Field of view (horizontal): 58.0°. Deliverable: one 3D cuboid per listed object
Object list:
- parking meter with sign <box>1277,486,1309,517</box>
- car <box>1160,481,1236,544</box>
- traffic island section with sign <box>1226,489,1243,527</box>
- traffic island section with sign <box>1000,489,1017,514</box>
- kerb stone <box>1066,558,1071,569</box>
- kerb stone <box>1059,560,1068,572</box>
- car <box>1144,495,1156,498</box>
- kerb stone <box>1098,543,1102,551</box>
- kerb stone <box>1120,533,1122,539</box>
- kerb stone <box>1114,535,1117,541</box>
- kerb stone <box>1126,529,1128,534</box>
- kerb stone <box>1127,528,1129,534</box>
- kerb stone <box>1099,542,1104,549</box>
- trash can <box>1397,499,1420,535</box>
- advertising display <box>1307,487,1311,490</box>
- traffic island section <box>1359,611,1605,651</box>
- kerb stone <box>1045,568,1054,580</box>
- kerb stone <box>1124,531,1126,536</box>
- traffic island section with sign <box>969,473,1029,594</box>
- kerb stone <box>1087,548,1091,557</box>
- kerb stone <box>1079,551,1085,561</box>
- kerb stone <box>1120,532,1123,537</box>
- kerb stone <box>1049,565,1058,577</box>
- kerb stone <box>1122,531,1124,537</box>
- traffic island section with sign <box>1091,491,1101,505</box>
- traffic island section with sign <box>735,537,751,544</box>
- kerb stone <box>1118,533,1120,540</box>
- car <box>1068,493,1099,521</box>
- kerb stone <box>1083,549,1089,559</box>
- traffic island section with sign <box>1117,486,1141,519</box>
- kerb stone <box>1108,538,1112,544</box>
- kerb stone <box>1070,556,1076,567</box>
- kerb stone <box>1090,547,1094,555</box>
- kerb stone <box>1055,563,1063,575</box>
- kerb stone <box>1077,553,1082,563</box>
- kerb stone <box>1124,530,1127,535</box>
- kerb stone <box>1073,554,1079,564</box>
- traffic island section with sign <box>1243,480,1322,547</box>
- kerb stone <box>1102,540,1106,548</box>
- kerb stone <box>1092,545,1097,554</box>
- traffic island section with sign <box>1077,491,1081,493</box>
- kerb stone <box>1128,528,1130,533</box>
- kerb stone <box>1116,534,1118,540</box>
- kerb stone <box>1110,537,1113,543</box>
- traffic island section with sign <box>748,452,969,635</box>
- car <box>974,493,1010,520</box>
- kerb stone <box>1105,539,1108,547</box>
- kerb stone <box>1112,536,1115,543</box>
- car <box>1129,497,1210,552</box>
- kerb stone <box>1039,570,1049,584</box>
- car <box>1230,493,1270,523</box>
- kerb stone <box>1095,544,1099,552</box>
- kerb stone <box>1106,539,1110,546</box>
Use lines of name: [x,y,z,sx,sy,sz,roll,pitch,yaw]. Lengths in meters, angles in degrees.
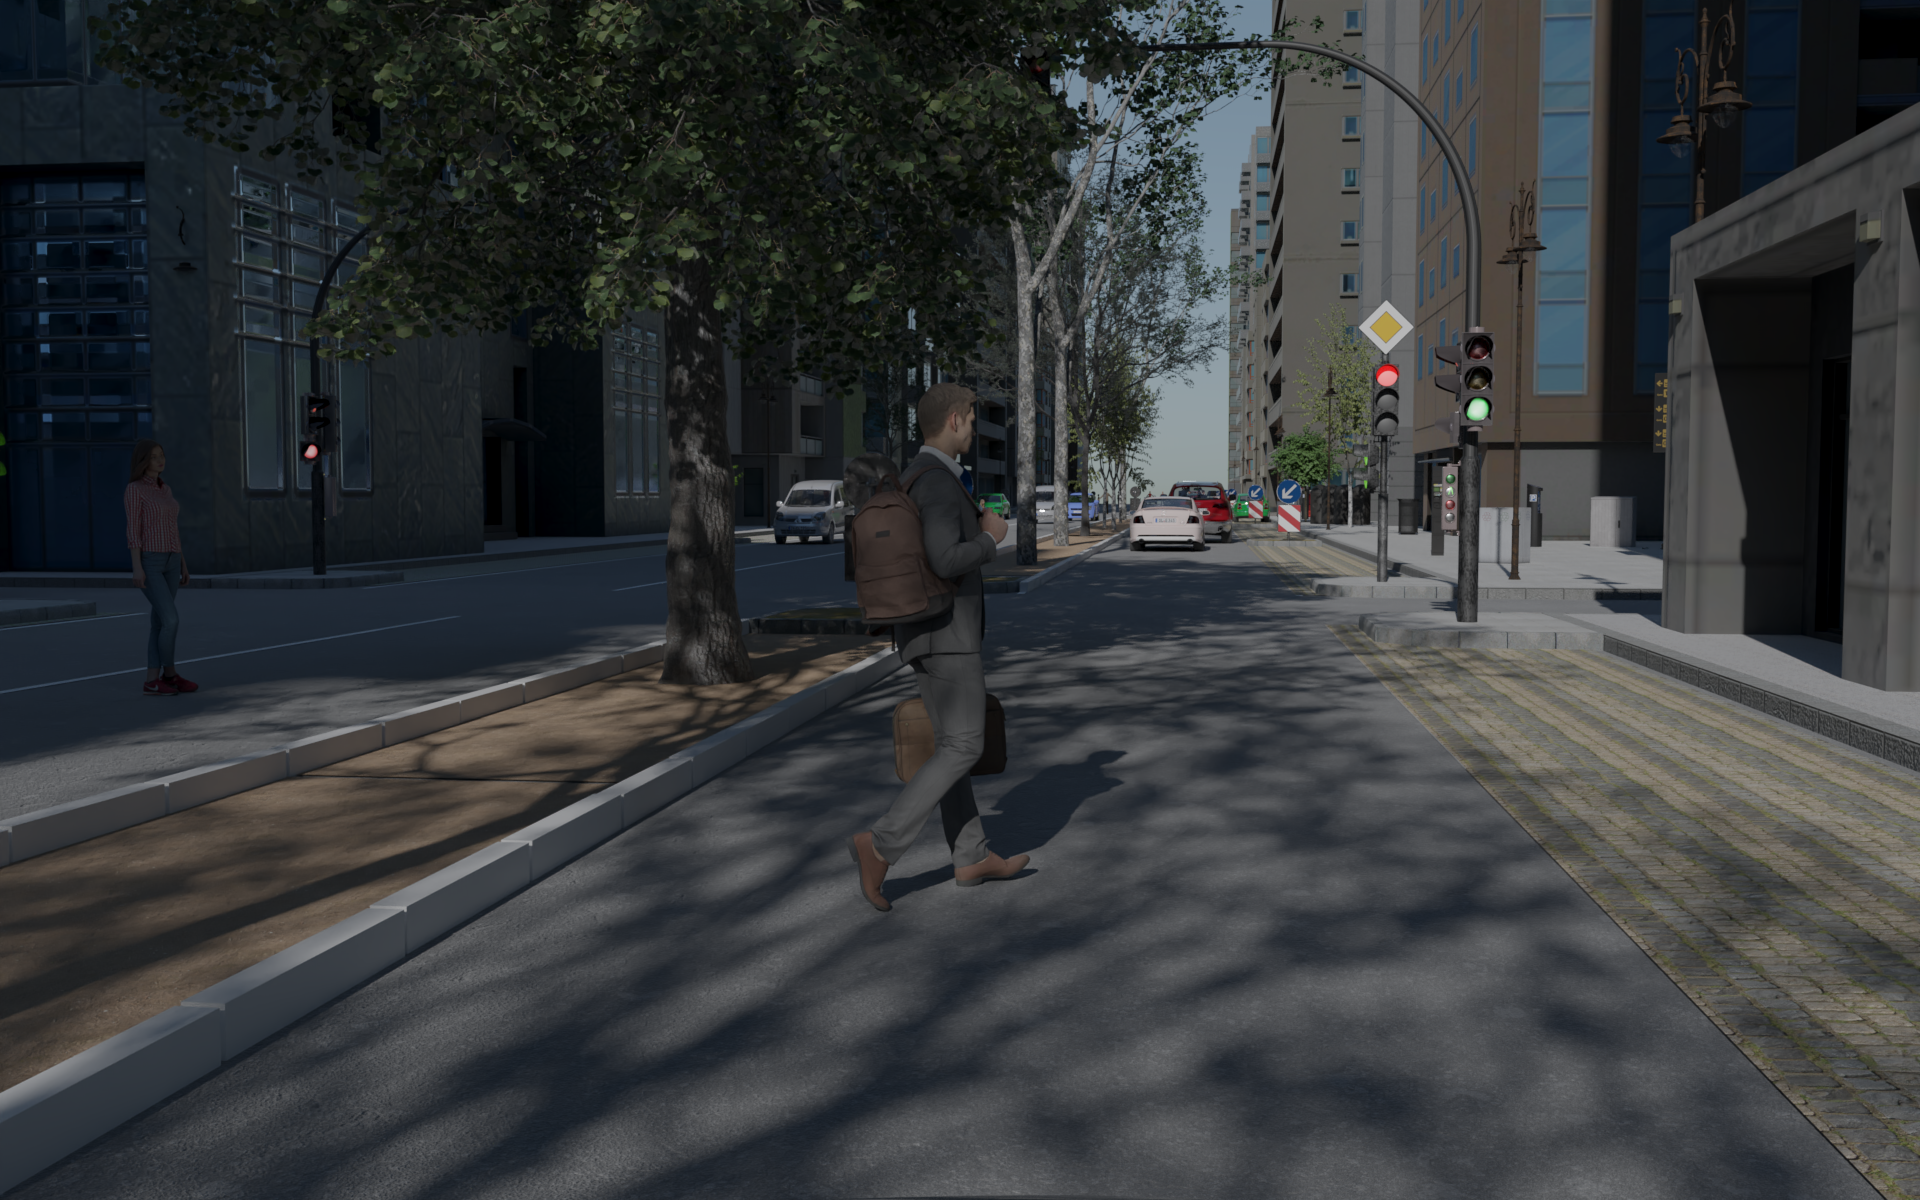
parking meter with sign: [18.571,-6.136,96.582,1.738,3.016,0.543,1,4,10]
car: [7.097,-2.633,51.718,2.281,1.827,5.304,1,4,8]
traffic island section with sign: [12.613,-4.040,74.679,1.989,1.847,2.006,0,4,8]
traffic island section with sign: [3.267,-7.184,126.087,1.989,1.847,2.006,0,4,8]
kerb stone: [1.967,-0.648,32.801,0.120,0.150,1.000,0,4,8]
kerb stone: [1.832,-0.587,31.786,0.120,0.150,1.000,0,4,8]
car: [27.363,-14.408,248.157,1.945,1.354,3.894,1,4,8]
kerb stone: [3.363,-1.271,42.979,0.120,0.150,1.000,0,4,8]
kerb stone: [4.893,-1.955,54.159,0.120,0.150,1.000,0,4,8]
kerb stone: [4.475,-1.768,51.103,0.120,0.150,1.000,0,4,8]
kerb stone: [5.589,-2.266,59.238,0.120,0.150,1.000,0,4,8]
kerb stone: [5.722,-2.328,60.255,0.120,0.150,1.000,0,4,8]
kerb stone: [3.500,-1.333,43.994,0.120,0.150,1.000,0,4,8]
trash can: [14.137,-2.628,54.614,0.748,1.137,0.748,0,3,0]
advertising display: [19.973,-5.760,99.390,0.123,1.923,0.974,0,4,1]
traffic island section: [5.107,0.299,17.398,2.009,0.180,2.903,0,4,8]
kerb stone: [1.414,-0.400,28.738,0.120,0.150,1.000,0,4,8]
kerb stone: [5.305,-2.134,57.214,0.120,0.150,1.000,0,4,8]
traffic island section with sign: [-0.042,-1.081,25.817,2.006,1.907,1.989,0,4,8]
kerb stone: [2.806,-1.023,38.915,0.120,0.150,1.000,0,4,8]
kerb stone: [2.523,-0.895,36.869,0.120,0.150,1.000,0,4,8]
kerb stone: [5.031,-2.017,55.173,0.120,0.150,1.000,0,4,8]
kerb stone: [1.546,-0.462,29.754,0.120,0.150,1.000,0,4,8]
kerb stone: [5.171,-2.079,56.188,0.120,0.150,1.000,0,4,8]
traffic island section with sign: [18.124,-13.826,234.689,1.989,1.847,2.006,0,4,8]
traffic island section with sign: [-7.122,-2.534,50.052,1.989,1.847,2.006,0,4,8]
kerb stone: [4.751,-1.892,53.137,0.120,0.150,1.000,0,4,8]
car: [6.460,-5.056,92.256,1.945,1.707,3.694,1,4,10]
kerb stone: [2.667,-0.960,37.897,0.120,0.150,1.000,0,4,8]
traffic island section with sign: [10.126,-5.635,100.267,2.006,1.907,1.989,0,4,8]
kerb stone: [4.060,-1.582,48.063,0.120,0.150,1.000,0,4,8]
kerb stone: [2.114,-0.711,33.812,0.120,0.150,1.000,0,4,8]
kerb stone: [2.938,-1.085,39.929,0.120,0.150,1.000,0,4,8]
kerb stone: [1.694,-0.524,30.768,0.120,0.150,1.000,0,4,8]
kerb stone: [2.386,-0.835,35.852,0.120,0.150,1.000,0,4,8]
kerb stone: [5.453,-2.195,58.225,0.120,0.150,1.000,0,4,8]
kerb stone: [2.246,-0.772,34.831,0.120,0.150,1.000,0,4,8]
traffic island section with sign: [8.965,-2.406,47.971,1.989,1.847,2.006,0,4,8]
kerb stone: [3.643,-1.395,45.007,0.120,0.150,1.000,0,4,8]
kerb stone: [3.087,-1.147,40.954,0.120,0.150,1.000,0,4,8]
traffic island section with sign: [14.384,-12.155,207.363,1.989,1.847,2.006,0,4,8]
kerb stone: [5.858,-2.390,61.268,0.120,0.150,1.000,0,4,8]
kerb stone: [4.608,-1.826,52.118,0.120,0.150,1.000,0,4,8]
kerb stone: [4.191,-1.644,49.077,0.120,0.150,1.000,0,4,8]
traffic island section with sign: [-1.055,-0.633,18.479,2.006,1.907,1.989,0,4,8]
car: [1.719,-5.349,96.256,1.959,1.807,4.718,1,4,9]
kerb stone: [3.772,-1.457,46.025,0.120,0.150,1.000,0,4,8]
kerb stone: [4.334,-1.706,50.090,0.120,0.150,1.000,0,4,8]
car: [5.373,-1.972,44.612,2.083,1.381,4.827,1,4,9]
kerb stone: [1.281,-0.338,27.717,0.120,0.150,1.000,0,4,8]
car: [14.687,-4.825,87.678,1.959,1.807,4.718,0,4,6]
kerb stone: [3.225,-1.209,41.966,0.120,0.150,1.000,0,4,8]
kerb stone: [3.914,-1.518,47.037,0.120,0.150,1.000,0,4,8]
